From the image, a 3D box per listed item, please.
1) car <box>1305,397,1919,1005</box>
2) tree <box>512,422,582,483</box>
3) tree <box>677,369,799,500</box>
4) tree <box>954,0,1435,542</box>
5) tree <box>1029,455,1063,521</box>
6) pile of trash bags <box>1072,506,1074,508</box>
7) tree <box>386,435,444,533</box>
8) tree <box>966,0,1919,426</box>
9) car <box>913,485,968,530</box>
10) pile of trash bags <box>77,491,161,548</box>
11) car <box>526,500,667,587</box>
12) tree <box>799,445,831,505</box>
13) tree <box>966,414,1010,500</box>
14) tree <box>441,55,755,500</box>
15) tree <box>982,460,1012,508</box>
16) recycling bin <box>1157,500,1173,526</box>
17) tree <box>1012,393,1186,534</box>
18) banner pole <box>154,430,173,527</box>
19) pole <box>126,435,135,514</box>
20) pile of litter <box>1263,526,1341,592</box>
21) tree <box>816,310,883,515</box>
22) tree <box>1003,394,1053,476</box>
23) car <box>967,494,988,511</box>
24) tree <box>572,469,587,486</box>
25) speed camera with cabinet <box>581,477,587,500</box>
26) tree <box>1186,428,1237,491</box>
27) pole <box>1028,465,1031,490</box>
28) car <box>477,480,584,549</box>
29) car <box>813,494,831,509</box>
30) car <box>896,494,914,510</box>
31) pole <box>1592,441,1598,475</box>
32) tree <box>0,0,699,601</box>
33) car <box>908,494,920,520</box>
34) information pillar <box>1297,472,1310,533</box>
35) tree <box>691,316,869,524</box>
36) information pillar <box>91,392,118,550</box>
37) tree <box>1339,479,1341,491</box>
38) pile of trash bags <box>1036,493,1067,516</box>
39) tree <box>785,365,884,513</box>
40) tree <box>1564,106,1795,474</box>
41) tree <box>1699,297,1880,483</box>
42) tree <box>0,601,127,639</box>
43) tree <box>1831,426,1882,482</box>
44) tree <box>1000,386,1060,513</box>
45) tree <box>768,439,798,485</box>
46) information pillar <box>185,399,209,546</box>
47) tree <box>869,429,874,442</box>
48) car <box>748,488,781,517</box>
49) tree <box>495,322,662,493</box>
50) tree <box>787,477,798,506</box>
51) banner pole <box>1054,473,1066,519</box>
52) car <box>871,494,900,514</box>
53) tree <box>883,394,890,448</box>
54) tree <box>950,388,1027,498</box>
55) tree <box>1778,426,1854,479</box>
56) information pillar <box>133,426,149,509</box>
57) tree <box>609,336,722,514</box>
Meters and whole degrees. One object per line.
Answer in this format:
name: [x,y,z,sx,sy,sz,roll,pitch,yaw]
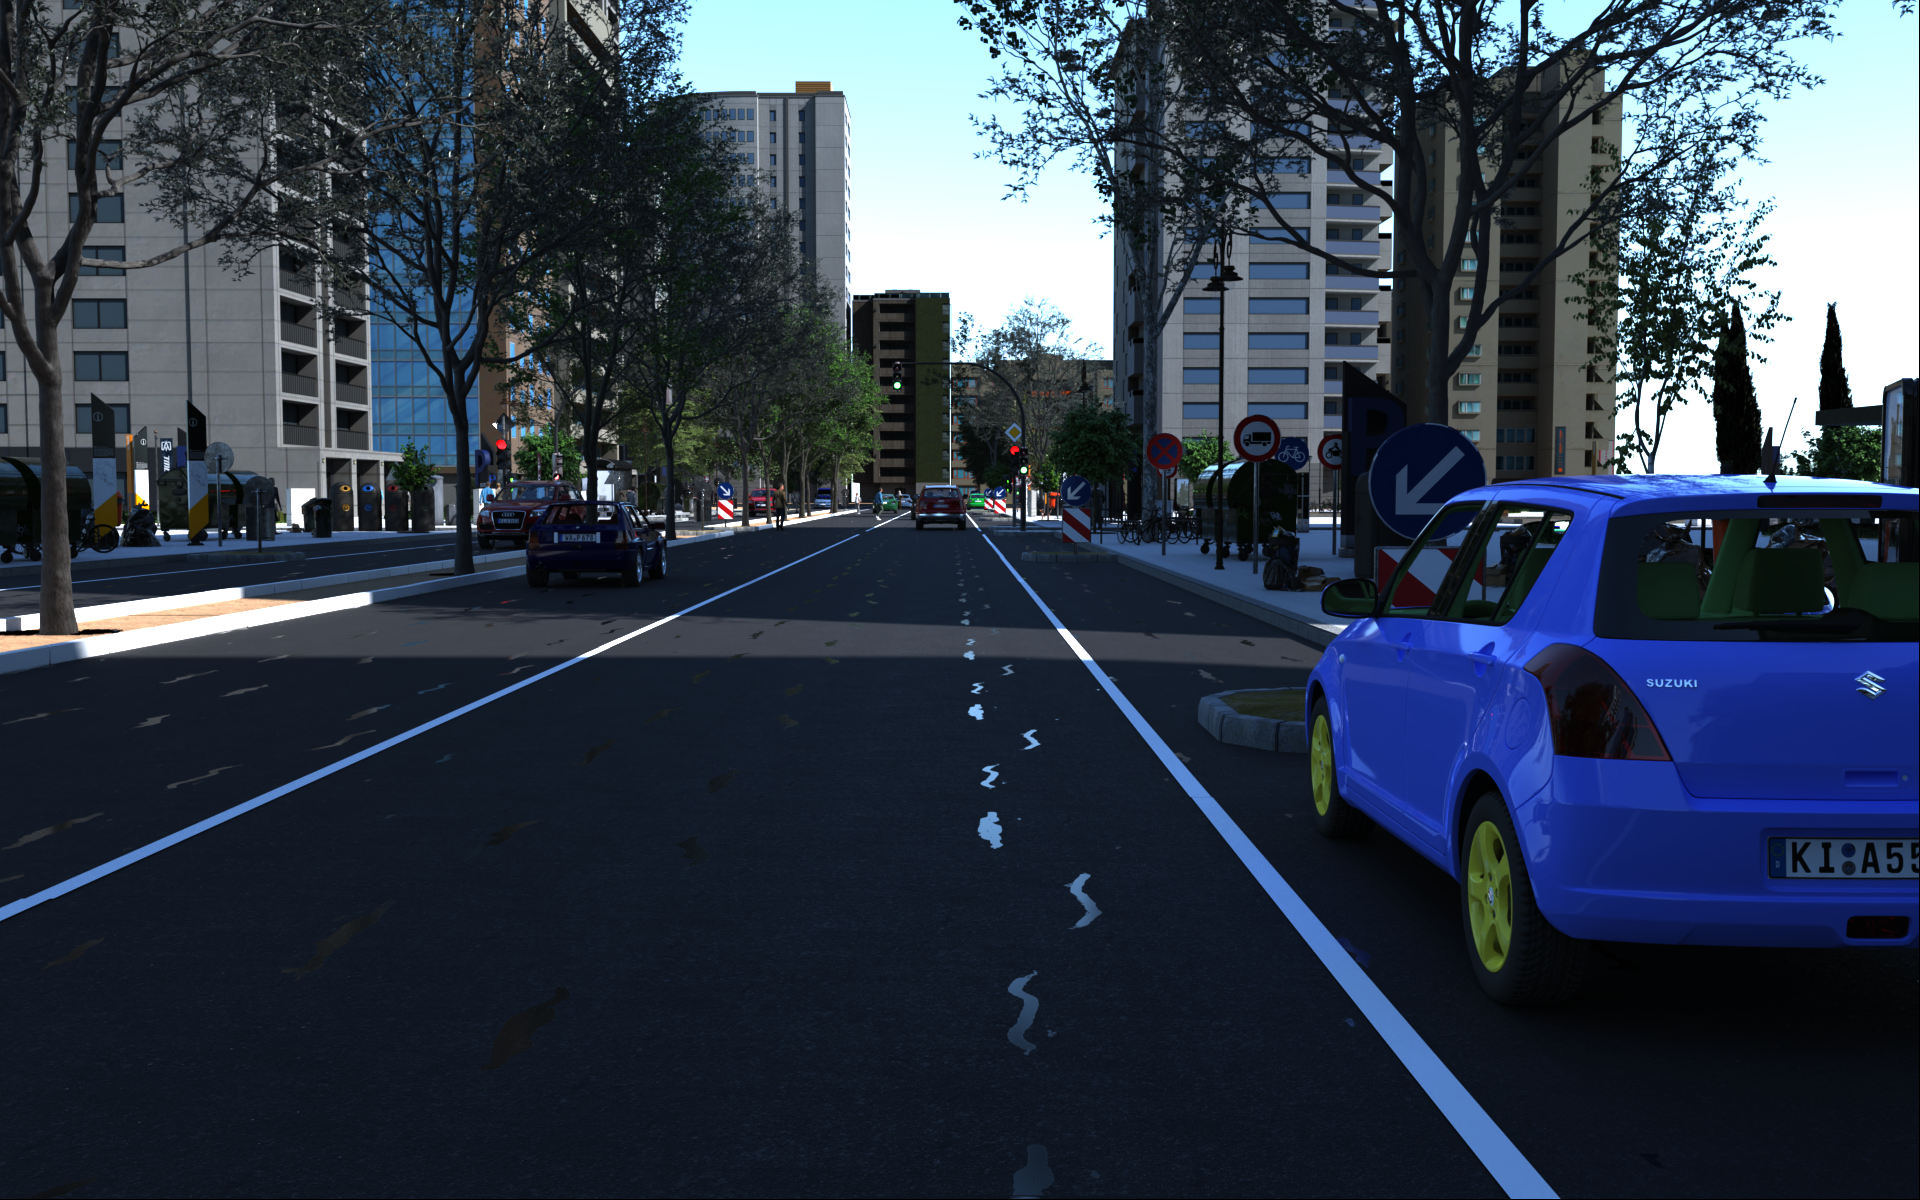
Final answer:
car: [2.327,0.211,6.148,1.945,1.707,3.694,0,4,0]
tree: [-18.824,-5.846,79.291,4.285,4.588,4.351,0,3,0]
tree: [-19.304,-13.798,142.599,9.611,12.733,9.660,0,3,0]
tree: [6.411,-11.577,45.173,12.611,20.169,13.585,0,3,0]
tree: [4.049,-5.350,82.076,1.663,3.219,1.824,0,3,0]
pile of trash bags: [7.239,-6.385,114.150,1.912,1.369,3.447,3,5,42]
tree: [-18.130,-3.821,57.071,1.663,3.219,1.824,0,3,0]
tree: [5.381,-6.643,18.985,12.009,13.543,11.850,0,3,0]
car: [-0.788,-3.795,70.717,2.281,1.827,5.304,0,4,-1]
pile of trash bags: [-20.957,-2.031,42.964,1.912,1.369,3.447,-2,4,-28]
car: [-5.830,-0.949,28.095,1.945,1.354,3.894,0,4,-1]
tree: [-19.537,-17.837,208.637,9.611,12.733,9.660,0,3,0]
tree: [4.016,-18.300,217.329,7.486,12.596,7.792,0,3,0]
tree: [-8.684,-6.886,40.799,9.928,11.665,9.643,0,3,0]
tree: [3.782,-11.117,165.469,4.285,4.588,4.351,0,3,0]
recycling bin: [8.274,-3.543,70.486,0.722,1.027,0.722,1,4,13]
tree: [4.411,-4.427,56.103,4.285,4.588,4.351,0,3,0]
banner pole: [-31.378,-4.781,68.190,0.863,3.779,0.401,0,4,-6]
pole: [-28.507,-4.017,59.519,0.158,3.312,0.155,0,3,0]
pile of litter: [4.649,-0.584,23.517,1.176,0.858,1.719,2,4,29]
tree: [-9.216,-9.972,91.252,9.928,11.665,9.643,0,3,0]
tree: [5.027,-10.680,124.978,4.737,8.622,4.395,0,3,0]
car: [1.510,-8.712,151.236,1.959,1.807,4.718,0,4,-1]
tree: [-28.911,-8.494,133.474,1.663,3.219,1.824,0,3,0]
speed camera with cabinet: [-20.688,-6.199,95.681,0.660,3.252,2.038,-1,4,-17]
tree: [12.258,-6.297,86.669,4.285,4.588,4.351,0,3,0]
pole: [4.848,-7.807,121.490,0.158,3.312,0.155,0,3,0]
car: [-11.562,-2.355,47.172,2.281,1.827,5.304,0,4,2]
car: [-13.098,-9.452,166.539,2.014,1.417,4.499,0,4,-2]
car: [-5.318,-9.175,162.020,2.014,1.417,4.499,0,4,0]
pole: [24.609,-4.487,67.213,0.158,3.312,0.155,0,3,0]
tree: [-8.621,-7.148,29.694,12.009,13.543,11.850,0,3,0]
car: [-1.870,-5.309,96.584,2.009,1.686,4.222,0,4,-2]
information pillar: [11.428,-3.250,57.635,0.304,2.012,0.304,-2,4,-24]
tree: [-9.055,-8.902,82.420,8.767,10.594,7.601,0,4,0]
information pillar: [-19.759,-2.974,39.977,0.504,3.616,0.183,-1,4,-14]
tree: [27.574,-7.811,122.314,1.663,3.219,1.824,0,3,0]
pile of trash bags: [5.308,-5.656,102.221,1.912,1.369,3.447,0,4,-3]
tree: [-9.602,-12.761,129.229,7.486,12.596,7.792,0,3,0]
tree: [13.690,-5.104,33.806,4.737,8.622,4.395,0,3,0]
tree: [57.589,-13.424,121.308,13.155,14.587,18.604,0,4,-2]
tree: [-9.130,-6.374,17.047,12.009,13.543,11.850,0,3,0]
tree: [36.815,-5.328,70.833,4.285,4.588,4.351,0,3,0]
tree: [4.676,-10.128,115.949,4.360,8.622,3.978,0,3,0]
tree: [-19.069,-14.147,181.673,4.737,8.622,4.395,0,3,0]
information pillar: [-18.993,-3.165,43.104,0.183,3.616,0.504,3,5,40]
tree: [-9.610,-10.623,110.552,8.767,10.594,7.601,0,4,0]
car: [-12.426,-6.210,110.203,2.281,1.827,5.304,0,4,-2]
tree: [-19.104,-9.337,87.065,8.767,10.594,7.601,-1,4,-10]
tree: [-18.747,-12.140,193.084,1.663,3.219,1.824,0,3,0]
banner pole: [5.248,-6.057,89.044,0.863,3.779,0.401,-1,4,-14]
car: [-5.527,-7.129,128.352,2.131,1.459,4.920,0,4,-1]
tree: [-9.210,-10.609,101.674,9.928,11.665,9.643,0,3,0]
tree: [3.670,-18.311,206.045,9.857,13.997,8.962,0,3,0]
tree: [20.759,-2.866,41.465,1.663,3.219,1.824,0,3,0]
information pillar: [-28.040,-4.159,59.353,0.183,3.616,0.504,2,4,30]
tree: [-19.074,-11.862,112.070,7.486,12.596,7.792,0,3,0]
